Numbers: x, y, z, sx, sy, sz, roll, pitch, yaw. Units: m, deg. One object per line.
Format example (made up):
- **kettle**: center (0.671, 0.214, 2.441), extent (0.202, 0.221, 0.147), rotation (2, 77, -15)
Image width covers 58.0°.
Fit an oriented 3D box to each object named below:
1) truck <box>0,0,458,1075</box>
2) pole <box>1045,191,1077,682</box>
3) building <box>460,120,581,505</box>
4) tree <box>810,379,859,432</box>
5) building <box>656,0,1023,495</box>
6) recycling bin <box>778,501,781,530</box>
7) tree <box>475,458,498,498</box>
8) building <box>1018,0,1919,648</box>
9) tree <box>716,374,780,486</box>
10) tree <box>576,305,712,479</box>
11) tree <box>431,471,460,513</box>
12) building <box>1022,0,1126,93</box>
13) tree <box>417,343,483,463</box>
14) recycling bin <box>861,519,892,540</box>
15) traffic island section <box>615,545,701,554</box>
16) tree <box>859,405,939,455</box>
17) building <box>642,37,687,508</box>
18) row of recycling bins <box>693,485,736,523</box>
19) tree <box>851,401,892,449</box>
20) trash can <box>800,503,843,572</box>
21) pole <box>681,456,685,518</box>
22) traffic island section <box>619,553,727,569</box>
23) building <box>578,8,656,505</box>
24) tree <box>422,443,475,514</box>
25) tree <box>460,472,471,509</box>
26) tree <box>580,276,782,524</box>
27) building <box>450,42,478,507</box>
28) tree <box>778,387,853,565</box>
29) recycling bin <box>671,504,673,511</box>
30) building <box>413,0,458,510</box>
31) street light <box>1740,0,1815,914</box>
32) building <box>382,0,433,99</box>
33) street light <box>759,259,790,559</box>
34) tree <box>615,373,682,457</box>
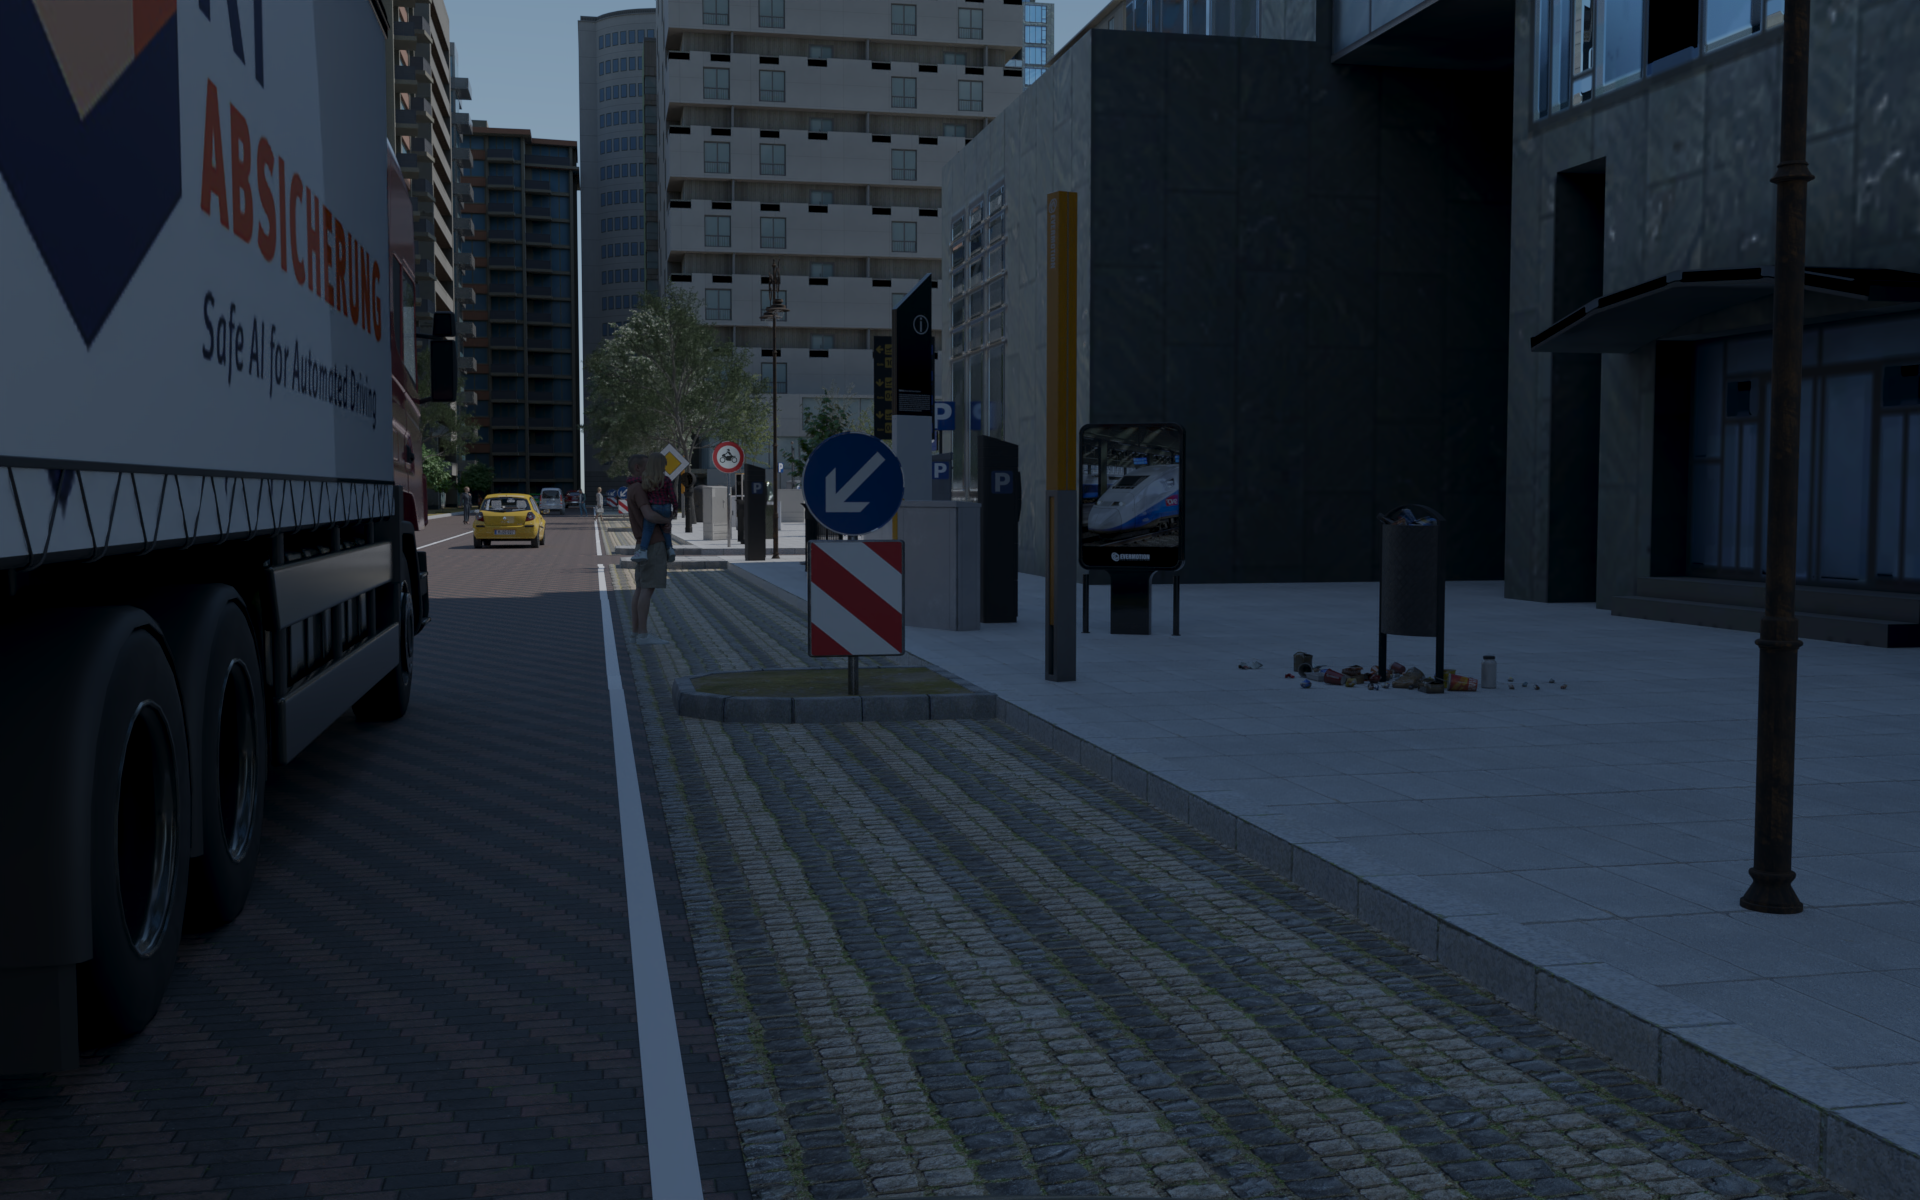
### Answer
- **truck**: center (-3.990, -1.139, 7.535), extent (2.839, 4.237, 11.283), rotation (-1, 4, -12)
- **pole**: center (0.691, -1.099, 11.813), extent (0.158, 3.312, 0.155), rotation (0, 3, 0)
- **building**: center (-59.550, -33.662, 204.993), extent (28.867, 44.769, 22.147), rotation (-1, 4, -12)
- **tree**: center (-7.796, -9.875, 111.823), extent (4.360, 8.622, 3.978), rotation (0, 3, 0)
- **building**: center (-10.501, -33.737, 140.844), extent (28.713, 52.752, 27.495), rotation (-1, 4, -12)
- **recycling bin**: center (-6.724, -2.989, 61.426), extent (0.722, 1.027, 0.722), rotation (-1, 4, -9)
- **tree**: center (-43.716, -10.629, 157.494), extent (4.285, 4.588, 4.351), rotation (0, 3, 0)
- **building**: center (13.768, -43.211, 19.171), extent (22.319, 86.520, 31.000), rotation (-1, 4, -12)
- **tree**: center (-12.352, -9.088, 98.953), extent (4.737, 8.622, 4.395), rotation (0, 3, 0)
- **tree**: center (-20.641, -12.663, 113.690), extent (9.857, 13.997, 8.962), rotation (0, 3, 0)
- **tree**: center (-35.886, -7.667, 119.962), extent (1.663, 3.219, 1.824), rotation (0, 3, 0)
- **building**: center (23.743, -36.528, 186.476), extent (27.495, 52.752, 28.713), rotation (-1, 4, -12)
- **tree**: center (-32.178, -10.352, 103.669), extent (7.601, 10.594, 8.767), rotation (-1, 4, -23)
- **recycling bin**: center (-1.612, -1.365, 34.880), extent (0.722, 1.027, 0.722), rotation (-1, 4, -8)
- **traffic island section**: center (-7.354, -1.208, 42.040), extent (2.009, 0.180, 2.903), rotation (-1, 4, -12)
- **tree**: center (-3.007, -9.268, 101.889), extent (4.360, 8.622, 3.978), rotation (0, 3, 0)
- **building**: center (-22.137, -29.160, 160.357), extent (14.154, 41.232, 14.086), rotation (-1, 4, -12)
- **row of recycling bins**: center (-10.559, -4.389, 78.871), extent (3.534, 1.692, 1.069), rotation (-2, 4, -35)
- **tree**: center (-4.546, -9.595, 107.233), extent (4.737, 8.622, 4.395), rotation (0, 3, 0)
- **trash can**: center (-2.142, -0.957, 27.306), extent (0.748, 1.137, 0.748), rotation (0, 3, 0)
- **pole**: center (-14.794, -6.033, 92.481), extent (0.158, 3.312, 0.155), rotation (0, 3, 0)
- **traffic island section**: center (-5.696, -0.731, 34.228), extent (2.009, 0.180, 2.903), rotation (-1, 4, -12)
- **building**: center (-31.470, -40.839, 209.723), extent (28.212, 58.520, 21.231), rotation (-1, 4, -12)
- **tree**: center (-34.494, -7.805, 111.321), extent (4.285, 4.588, 4.351), rotation (0, 3, 0)
- **tree**: center (-43.795, -9.666, 152.636), extent (1.663, 3.219, 1.824), rotation (0, 3, 0)
- **tree**: center (-11.567, -8.530, 73.883), extent (8.767, 10.594, 7.601), rotation (-2, 4, -35)
- **building**: center (-64.252, -33.780, 171.918), extent (30.456, 49.044, 23.786), rotation (-1, 4, -12)
- **tree**: center (-2.529, -2.254, 31.450), extent (1.663, 3.219, 1.824), rotation (0, 3, 0)
- **recycling bin**: center (-15.984, -5.026, 94.723), extent (0.722, 1.027, 0.722), rotation (-2, 4, -32)
- **building**: center (-55.403, -32.112, 148.738), extent (21.300, 48.544, 21.600), rotation (-1, 4, -12)
- **street light**: center (2.517, -1.982, 5.194), extent (0.468, 5.910, 1.993), rotation (-1, 4, -12)
- **building**: center (-49.722, -28.712, 124.070), extent (22.147, 44.769, 28.867), rotation (-1, 4, -12)
- **street light**: center (-3.653, -3.755, 34.175), extent (0.468, 5.910, 1.993), rotation (-1, 4, -12)
- **tree**: center (-17.983, -9.296, 102.359), extent (4.360, 8.622, 3.978), rotation (0, 3, 0)
